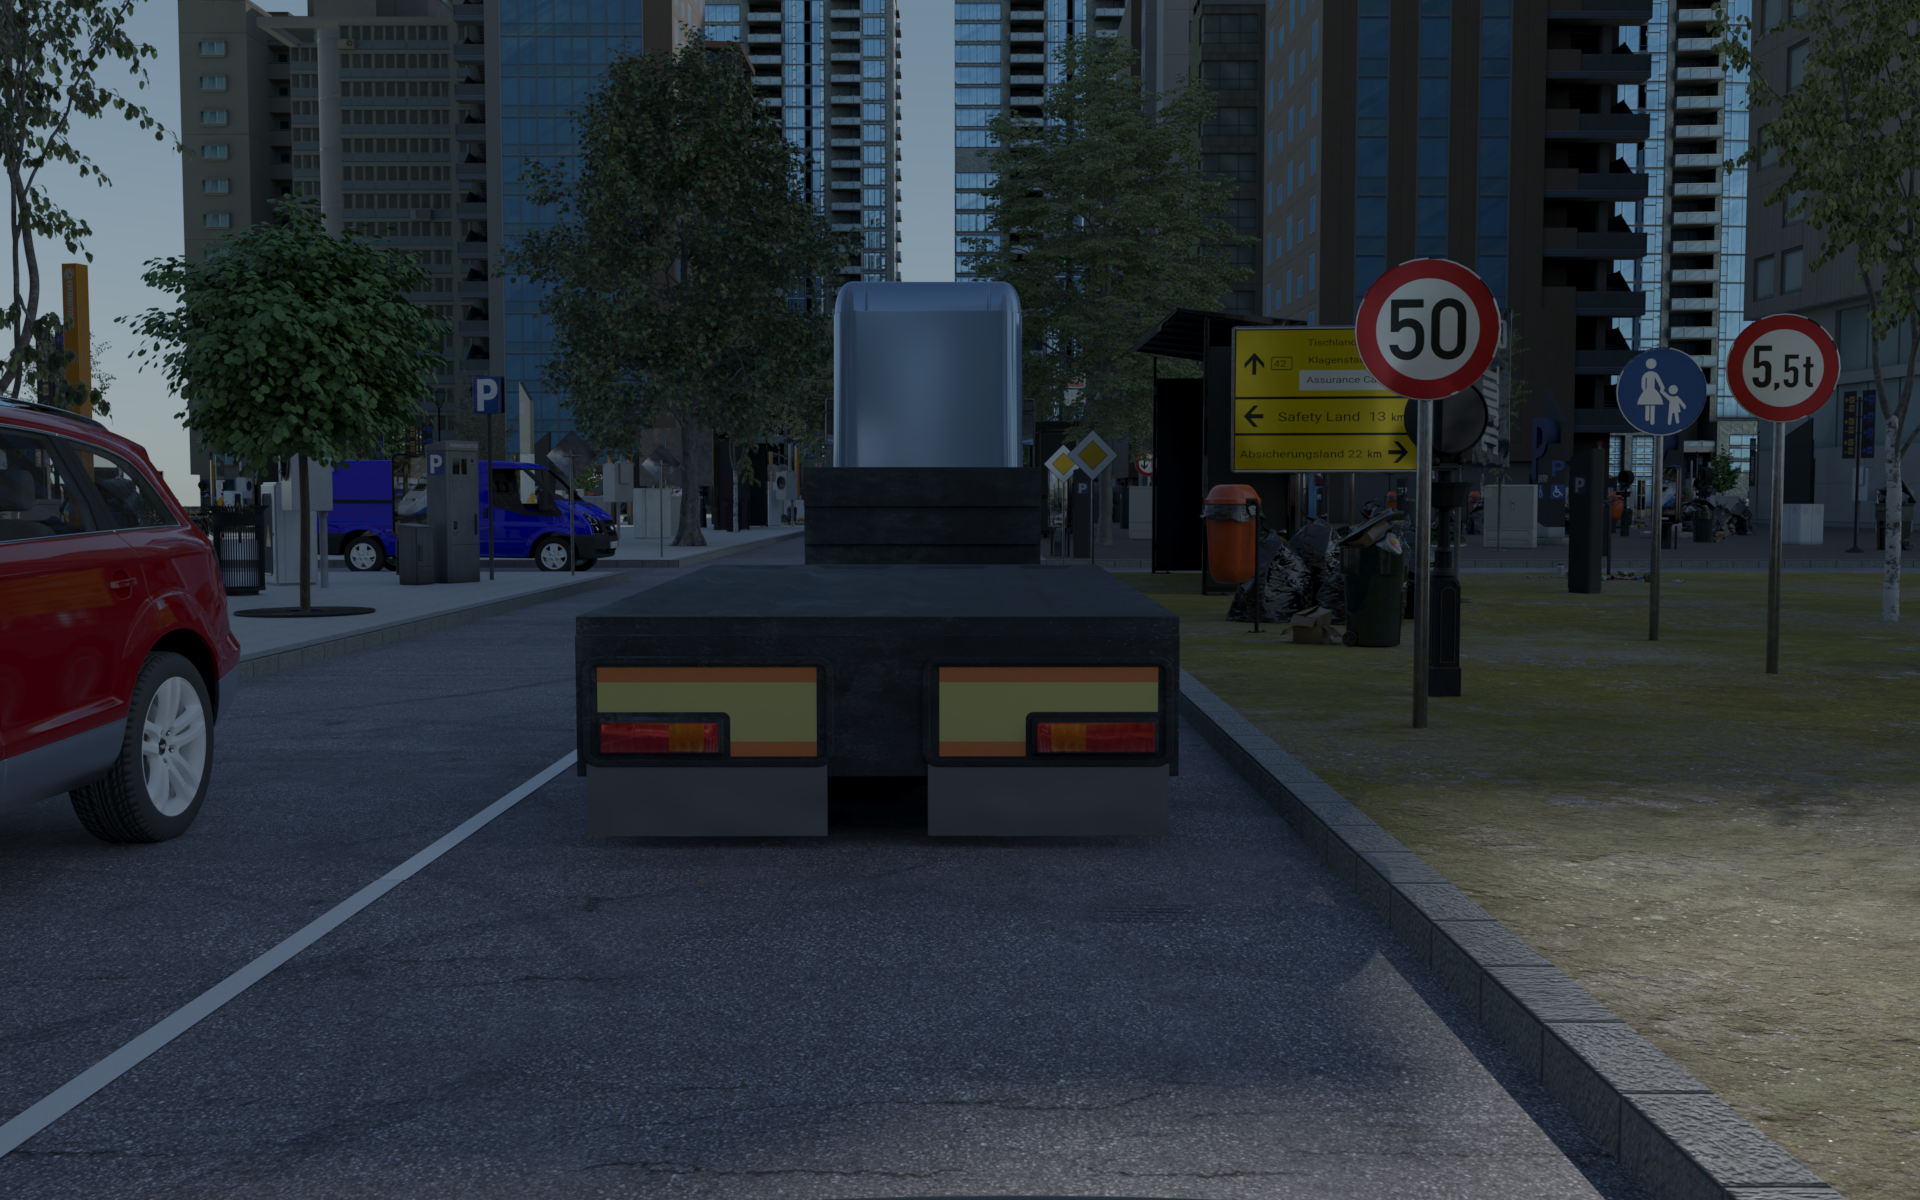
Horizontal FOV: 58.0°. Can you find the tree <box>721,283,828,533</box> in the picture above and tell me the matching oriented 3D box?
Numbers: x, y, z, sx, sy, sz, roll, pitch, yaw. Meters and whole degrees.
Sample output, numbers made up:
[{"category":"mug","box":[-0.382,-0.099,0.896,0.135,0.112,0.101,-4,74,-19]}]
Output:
[{"category":"tree","box":[-7.064,-6.473,56.204,4.737,8.622,4.395,0,3,0]}]

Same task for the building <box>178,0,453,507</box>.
[{"category":"building","box":[-58.456,-33.061,164.245,21.600,48.544,21.300,0,4,0]}]

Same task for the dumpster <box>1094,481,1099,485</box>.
[{"category":"dumpster","box":[5.882,-4.439,78.338,1.264,1.857,1.865,0,4,0]}]

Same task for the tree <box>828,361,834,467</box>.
[{"category":"tree","box":[-6.488,-7.946,80.284,4.737,8.622,4.395,0,3,0]}]

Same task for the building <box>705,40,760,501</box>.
[{"category":"building","box":[-32.479,-31.145,163.837,28.867,44.769,22.147,0,4,0]}]

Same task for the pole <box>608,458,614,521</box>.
[{"category":"pole","box":[-13.081,-4.345,64.883,0.158,3.312,0.155,0,3,0]}]

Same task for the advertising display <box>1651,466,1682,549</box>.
[{"category":"advertising display","box":[16.495,-2.157,40.488,0.123,1.923,0.974,-1,4,-12]}]

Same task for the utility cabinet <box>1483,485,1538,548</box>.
[{"category":"utility cabinet","box":[13.040,-1.979,41.042,1.173,1.500,0.318,3,4,36]}]

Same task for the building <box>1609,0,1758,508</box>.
[{"category":"building","box":[62.847,-51.929,161.709,31.000,86.520,22.319,0,4,0]}]

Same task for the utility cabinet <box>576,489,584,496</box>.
[{"category":"utility cabinet","box":[-17.653,-4.329,79.465,0.318,1.500,1.173,-3,4,-39]}]

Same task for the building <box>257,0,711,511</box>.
[{"category":"building","box":[-34.760,-27.239,137.238,32.217,40.220,23.993,0,4,0]}]

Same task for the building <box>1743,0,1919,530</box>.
[{"category":"building","box":[46.300,-28.755,59.386,27.495,52.752,28.713,0,4,0]}]

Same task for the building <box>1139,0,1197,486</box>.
[{"category":"building","box":[24.277,-36.041,131.262,21.231,58.520,28.212,0,4,0]}]

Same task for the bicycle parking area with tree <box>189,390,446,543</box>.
[{"category":"bicycle parking area with tree","box":[-17.072,-3.731,47.999,8.231,4.147,9.016,1,4,15]}]

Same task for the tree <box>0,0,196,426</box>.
[{"category":"tree","box":[-6.995,-3.774,12.061,4.360,8.622,3.978,0,3,0]}]

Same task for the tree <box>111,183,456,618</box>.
[{"category":"tree","box":[-7.114,-2.125,18.451,4.285,4.588,4.351,0,3,0]}]

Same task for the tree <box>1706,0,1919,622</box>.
[{"category":"tree","box":[9.351,-4.075,16.994,4.737,8.622,4.395,0,3,0]}]

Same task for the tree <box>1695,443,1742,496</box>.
[{"category":"tree","box":[28.766,-4.347,65.681,1.663,3.219,1.824,0,3,0]}]

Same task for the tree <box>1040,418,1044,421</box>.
[{"category":"tree","box":[2.804,-13.968,145.392,9.611,12.733,9.660,0,3,0]}]

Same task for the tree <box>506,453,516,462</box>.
[{"category":"tree","box":[-20.978,-5.291,81.117,1.663,3.219,1.824,0,3,0]}]

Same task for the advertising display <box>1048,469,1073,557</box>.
[{"category":"advertising display","box":[2.065,-1.865,35.715,0.123,1.923,0.974,-1,4,-21]}]

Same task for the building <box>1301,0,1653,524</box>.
[{"category":"building","box":[22.305,-26.319,80.422,14.600,45.320,14.200,0,4,0]}]

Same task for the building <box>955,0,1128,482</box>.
[{"category":"building","box":[11.021,-55.127,214.002,31.000,86.520,22.319,0,4,0]}]

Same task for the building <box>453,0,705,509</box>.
[{"category":"building","box":[-25.214,-28.614,117.948,14.600,45.320,14.200,0,4,0]}]

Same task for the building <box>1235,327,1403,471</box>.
[{"category":"building","box":[41.752,-36.506,216.479,30.456,49.044,23.786,0,4,0]}]

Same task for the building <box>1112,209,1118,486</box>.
[{"category":"building","box":[21.640,-24.223,167.740,14.160,30.474,14.107,0,4,0]}]

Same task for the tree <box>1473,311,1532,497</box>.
[{"category":"tree","box":[20.043,-7.114,66.674,4.737,8.622,4.395,0,3,0]}]

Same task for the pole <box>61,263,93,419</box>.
[{"category":"pole","box":[-7.844,-1.321,15.445,0.158,3.312,0.155,0,3,0]}]

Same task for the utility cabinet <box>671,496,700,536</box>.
[{"category":"utility cabinet","box":[-8.445,-2.540,52.699,1.020,1.237,0.306,-2,4,-27]}]

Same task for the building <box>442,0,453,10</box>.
[{"category":"building","box":[-65.824,-55.169,214.681,31.000,86.520,22.319,0,4,0]}]

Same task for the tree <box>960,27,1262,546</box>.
[{"category":"tree","box":[3.585,-7.658,43.337,7.486,12.596,7.792,0,3,0]}]

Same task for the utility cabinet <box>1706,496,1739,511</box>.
[{"category":"utility cabinet","box":[26.417,-2.981,59.903,1.020,1.237,0.306,-1,4,-18]}]

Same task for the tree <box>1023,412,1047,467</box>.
[{"category":"tree","box":[2.921,-5.055,66.362,4.285,4.588,4.351,0,3,0]}]

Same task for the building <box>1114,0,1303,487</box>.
[{"category":"building","box":[21.235,-30.768,153.161,14.600,45.320,14.200,0,4,0]}]

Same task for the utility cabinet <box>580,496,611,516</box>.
[{"category":"utility cabinet","box":[-10.973,-2.488,51.841,1.020,1.237,0.306,1,4,14]}]

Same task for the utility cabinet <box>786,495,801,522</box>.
[{"category":"utility cabinet","box":[-7.934,-4.272,81.012,1.020,1.237,0.306,0,4,1]}]

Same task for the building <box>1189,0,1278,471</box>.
[{"category":"building","box":[20.359,-20.262,102.992,14.160,30.474,14.107,0,4,0]}]

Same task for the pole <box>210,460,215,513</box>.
[{"category":"pole","box":[-45.063,-6.762,104.401,0.158,3.312,0.155,0,3,0]}]

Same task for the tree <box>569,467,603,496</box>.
[{"category":"tree","box":[-19.589,-5.847,90.196,1.663,3.219,1.824,0,3,0]}]

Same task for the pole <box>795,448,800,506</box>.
[{"category":"pole","box":[-7.157,-5.031,76.095,0.158,3.312,0.155,0,3,0]}]

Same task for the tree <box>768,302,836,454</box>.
[{"category":"tree","box":[-6.477,-11.799,103.291,12.009,13.543,11.850,0,3,0]}]

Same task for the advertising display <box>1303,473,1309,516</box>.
[{"category":"advertising display","box":[10.364,-2.912,52.825,0.123,1.923,0.974,-1,4,-15]}]

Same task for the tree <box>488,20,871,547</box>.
[{"category":"tree","box":[-6.694,-7.677,42.527,9.611,12.733,9.660,0,3,0]}]

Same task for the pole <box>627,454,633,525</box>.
[{"category":"pole","box":[-13.500,-4.709,70.830,0.158,3.312,0.155,0,3,0]}]

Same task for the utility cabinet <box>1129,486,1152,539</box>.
[{"category":"utility cabinet","box":[5.351,-2.456,48.837,1.173,1.500,0.318,3,4,36]}]

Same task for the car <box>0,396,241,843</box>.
[{"category":"car","box":[-4.257,0.183,5.676,2.281,1.827,5.304,0,4,0]}]

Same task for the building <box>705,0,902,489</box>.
[{"category":"building","box":[-20.295,-55.166,214.633,31.000,86.520,22.319,0,4,0]}]

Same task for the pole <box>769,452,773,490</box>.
[{"category":"pole","box":[-9.067,-5.459,83.090,0.158,3.312,0.155,0,3,0]}]

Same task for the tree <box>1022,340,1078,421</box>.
[{"category":"tree","box":[3.173,-12.796,119.586,12.009,13.543,11.850,0,3,0]}]

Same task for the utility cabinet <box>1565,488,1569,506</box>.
[{"category":"utility cabinet","box":[20.402,-3.096,59.304,1.173,1.500,0.318,0,4,-6]}]

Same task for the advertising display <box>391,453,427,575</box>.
[{"category":"advertising display","box":[-8.480,-1.355,27.371,0.974,1.923,0.123,0,4,4]}]

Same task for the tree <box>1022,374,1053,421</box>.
[{"category":"tree","box":[3.491,-9.464,105.105,4.737,8.622,4.395,0,3,0]}]

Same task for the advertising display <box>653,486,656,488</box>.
[{"category":"advertising display","box":[-17.673,-5.809,100.190,0.123,1.923,0.974,-1,4,-16]}]

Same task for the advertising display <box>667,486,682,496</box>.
[{"category":"advertising display","box":[-13.904,-4.897,85.275,0.974,1.923,0.123,1,4,17]}]
